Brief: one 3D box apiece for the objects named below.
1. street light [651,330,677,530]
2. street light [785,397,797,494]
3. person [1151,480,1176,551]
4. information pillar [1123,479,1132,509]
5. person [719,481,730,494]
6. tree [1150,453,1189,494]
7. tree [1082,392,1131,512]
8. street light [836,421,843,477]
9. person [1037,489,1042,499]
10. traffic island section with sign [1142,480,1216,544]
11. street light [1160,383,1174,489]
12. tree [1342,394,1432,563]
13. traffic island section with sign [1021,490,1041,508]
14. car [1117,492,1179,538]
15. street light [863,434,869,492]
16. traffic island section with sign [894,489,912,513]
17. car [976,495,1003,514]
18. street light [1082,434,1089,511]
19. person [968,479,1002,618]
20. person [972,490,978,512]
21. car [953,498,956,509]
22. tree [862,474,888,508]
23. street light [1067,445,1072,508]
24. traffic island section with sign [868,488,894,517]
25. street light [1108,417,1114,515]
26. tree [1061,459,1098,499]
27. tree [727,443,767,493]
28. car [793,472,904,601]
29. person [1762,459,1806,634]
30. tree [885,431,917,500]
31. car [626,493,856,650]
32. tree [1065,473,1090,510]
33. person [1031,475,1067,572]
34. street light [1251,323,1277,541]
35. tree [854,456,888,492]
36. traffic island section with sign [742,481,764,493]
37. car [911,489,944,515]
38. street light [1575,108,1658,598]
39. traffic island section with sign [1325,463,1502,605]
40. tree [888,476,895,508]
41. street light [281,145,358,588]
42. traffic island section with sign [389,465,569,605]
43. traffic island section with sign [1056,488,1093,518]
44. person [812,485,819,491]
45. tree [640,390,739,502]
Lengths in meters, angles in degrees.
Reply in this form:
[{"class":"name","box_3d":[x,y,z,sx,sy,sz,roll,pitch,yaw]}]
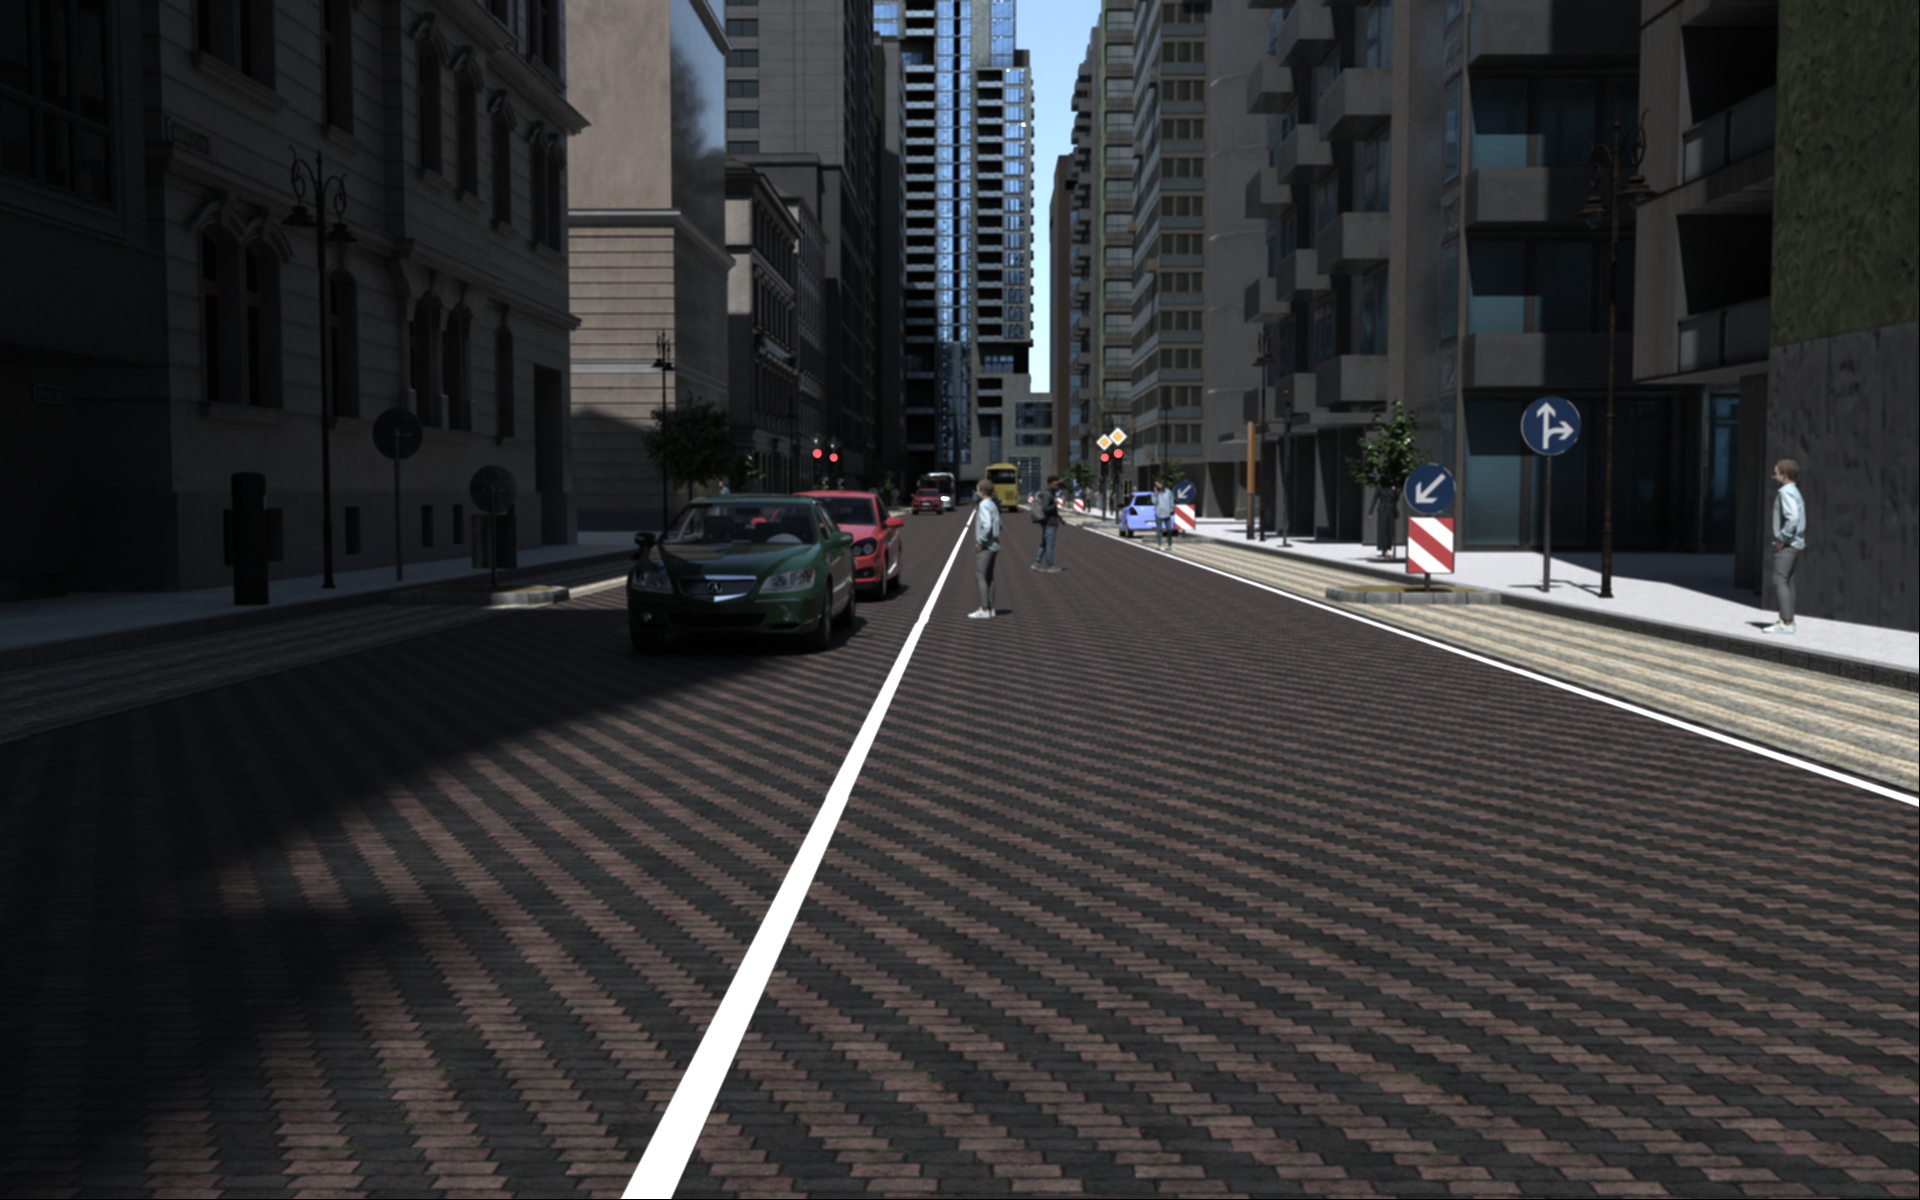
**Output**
[{"class":"street light","box_3d":[-8.337,-4.654,48.878,0.468,5.910,1.993,0,4,1]},{"class":"street light","box_3d":[-7.896,-6.629,81.177,0.468,5.910,1.993,0,4,1]},{"class":"person","box_3d":[5.158,-2.146,43.852,0.793,1.790,0.793,-2,4,-33]},{"class":"information pillar","box_3d":[8.404,-5.040,86.892,0.304,2.012,0.304,3,4,36]},{"class":"person","box_3d":[-8.507,-3.437,62.587,0.444,1.785,0.601,-3,4,-37]},{"class":"tree","box_3d":[9.879,-5.262,80.639,1.663,3.219,1.824,0,3,0]},{"class":"tree","box_3d":[10.622,-10.473,121.598,4.360,8.622,3.978,0,3,0]},{"class":"street light","box_3d":[-7.544,-8.236,107.446,0.468,5.910,1.993,0,4,1]},{"class":"person","box_3d":[6.875,-8.599,149.058,0.822,1.834,0.622,0,4,1]},{"class":"traffic island section with sign","box_3d":[6.364,-2.572,50.676,1.989,1.847,2.006,0,4,1]},{"class":"street light","box_3d":[8.608,-6.092,72.385,0.468,5.910,1.993,0,4,1]},{"class":"tree","box_3d":[8.285,-2.324,32.595,1.663,3.219,1.824,0,3,0]},{"class":"traffic island section with sign","box_3d":[8.441,-12.312,209.926,1.989,1.847,2.006,0,4,1]},{"class":"car","box_3d":[6.174,-2.897,56.960,1.945,1.707,3.694,0,4,0]},{"class":"street light","box_3d":[-7.272,-9.825,133.428,0.468,5.910,1.993,0,4,1]},{"class":"traffic island section with sign","box_3d":[-4.894,-7.582,132.592,1.989,1.847,2.006,0,4,1]},{"class":"car","box_3d":[2.075,-6.795,123.674,1.945,1.354,3.894,0,4,1]},{"class":"street light","box_3d":[9.356,-9.607,129.865,0.468,5.910,1.993,0,4,1]},{"class":"person","box_3d":[0.303,-0.604,20.191,0.330,1.601,0.589,2,4,25]},{"class":"person","box_3d":[1.236,-8.081,140.960,0.444,1.785,0.601,-1,4,-17]},{"class":"car","box_3d":[-1.421,-9.810,172.398,2.014,1.417,4.499,0,4,2]},{"class":"tree","box_3d":[-7.765,-9.659,152.530,1.663,3.219,1.824,0,3,0]},{"class":"street light","box_3d":[9.779,-11.162,155.283,0.468,5.910,1.993,0,4,1]},{"class":"traffic island section with sign","box_3d":[-5.249,-5.933,105.639,1.989,1.847,2.006,0,4,1]},{"class":"street light","box_3d":[9.167,-8.052,104.444,0.468,5.910,1.993,0,4,1]},{"class":"tree","box_3d":[11.103,-10.752,159.506,4.285,4.588,4.351,0,3,0]},{"class":"tree","box_3d":[-8.169,-4.367,66.009,1.663,3.219,1.824,0,3,0]},{"class":"car","box_3d":[-1.838,-0.955,24.662,2.155,1.783,4.494,0,4,2]},{"class":"person","box_3d":[7.686,-0.506,16.124,0.330,1.601,0.589,3,5,40]},{"class":"tree","box_3d":[-6.867,-15.416,202.412,4.360,8.622,3.978,0,3,0]},{"class":"car","box_3d":[-2.083,-0.345,17.437,2.131,1.459,4.920,0,4,1]},{"class":"tree","box_3d":[9.678,-9.052,142.600,1.663,3.219,1.824,0,3,0]},{"class":"person","box_3d":[1.649,-1.415,31.986,0.721,1.781,0.623,0,4,-6]},{"class":"street light","box_3d":[8.225,-4.537,46.967,0.468,5.910,1.993,0,4,1]},{"class":"tree","box_3d":[-7.634,-10.075,148.438,4.285,4.588,4.351,0,3,0]},{"class":"traffic island section with sign","box_3d":[-5.975,-2.534,50.053,1.989,1.847,2.006,0,4,1]},{"class":"car","box_3d":[-2.272,-6.890,121.326,2.281,1.827,5.304,0,4,1]},{"class":"street light","box_3d":[8.004,-2.966,21.282,0.468,5.910,1.993,0,4,1]},{"class":"traffic island section with sign","box_3d":[5.997,-0.894,23.244,1.989,1.847,2.006,0,4,1]},{"class":"tree","box_3d":[-7.038,-10.471,165.806,1.663,3.219,1.824,0,3,0]},{"class":"street light","box_3d":[-8.615,-3.099,23.458,0.468,5.910,1.993,0,4,1]},{"class":"traffic island section with sign","box_3d":[-6.321,-0.885,23.100,1.989,1.847,2.006,0,4,1]},{"class":"traffic island section with sign","box_3d":[7.076,-5.937,105.702,1.989,1.847,2.006,0,4,1]},{"class":"person","box_3d":[-4.545,-2.840,55.772,0.643,1.720,0.563,0,4,7]},{"class":"tree","box_3d":[-8.495,-4.347,54.785,4.285,4.588,4.351,0,3,0]}]
